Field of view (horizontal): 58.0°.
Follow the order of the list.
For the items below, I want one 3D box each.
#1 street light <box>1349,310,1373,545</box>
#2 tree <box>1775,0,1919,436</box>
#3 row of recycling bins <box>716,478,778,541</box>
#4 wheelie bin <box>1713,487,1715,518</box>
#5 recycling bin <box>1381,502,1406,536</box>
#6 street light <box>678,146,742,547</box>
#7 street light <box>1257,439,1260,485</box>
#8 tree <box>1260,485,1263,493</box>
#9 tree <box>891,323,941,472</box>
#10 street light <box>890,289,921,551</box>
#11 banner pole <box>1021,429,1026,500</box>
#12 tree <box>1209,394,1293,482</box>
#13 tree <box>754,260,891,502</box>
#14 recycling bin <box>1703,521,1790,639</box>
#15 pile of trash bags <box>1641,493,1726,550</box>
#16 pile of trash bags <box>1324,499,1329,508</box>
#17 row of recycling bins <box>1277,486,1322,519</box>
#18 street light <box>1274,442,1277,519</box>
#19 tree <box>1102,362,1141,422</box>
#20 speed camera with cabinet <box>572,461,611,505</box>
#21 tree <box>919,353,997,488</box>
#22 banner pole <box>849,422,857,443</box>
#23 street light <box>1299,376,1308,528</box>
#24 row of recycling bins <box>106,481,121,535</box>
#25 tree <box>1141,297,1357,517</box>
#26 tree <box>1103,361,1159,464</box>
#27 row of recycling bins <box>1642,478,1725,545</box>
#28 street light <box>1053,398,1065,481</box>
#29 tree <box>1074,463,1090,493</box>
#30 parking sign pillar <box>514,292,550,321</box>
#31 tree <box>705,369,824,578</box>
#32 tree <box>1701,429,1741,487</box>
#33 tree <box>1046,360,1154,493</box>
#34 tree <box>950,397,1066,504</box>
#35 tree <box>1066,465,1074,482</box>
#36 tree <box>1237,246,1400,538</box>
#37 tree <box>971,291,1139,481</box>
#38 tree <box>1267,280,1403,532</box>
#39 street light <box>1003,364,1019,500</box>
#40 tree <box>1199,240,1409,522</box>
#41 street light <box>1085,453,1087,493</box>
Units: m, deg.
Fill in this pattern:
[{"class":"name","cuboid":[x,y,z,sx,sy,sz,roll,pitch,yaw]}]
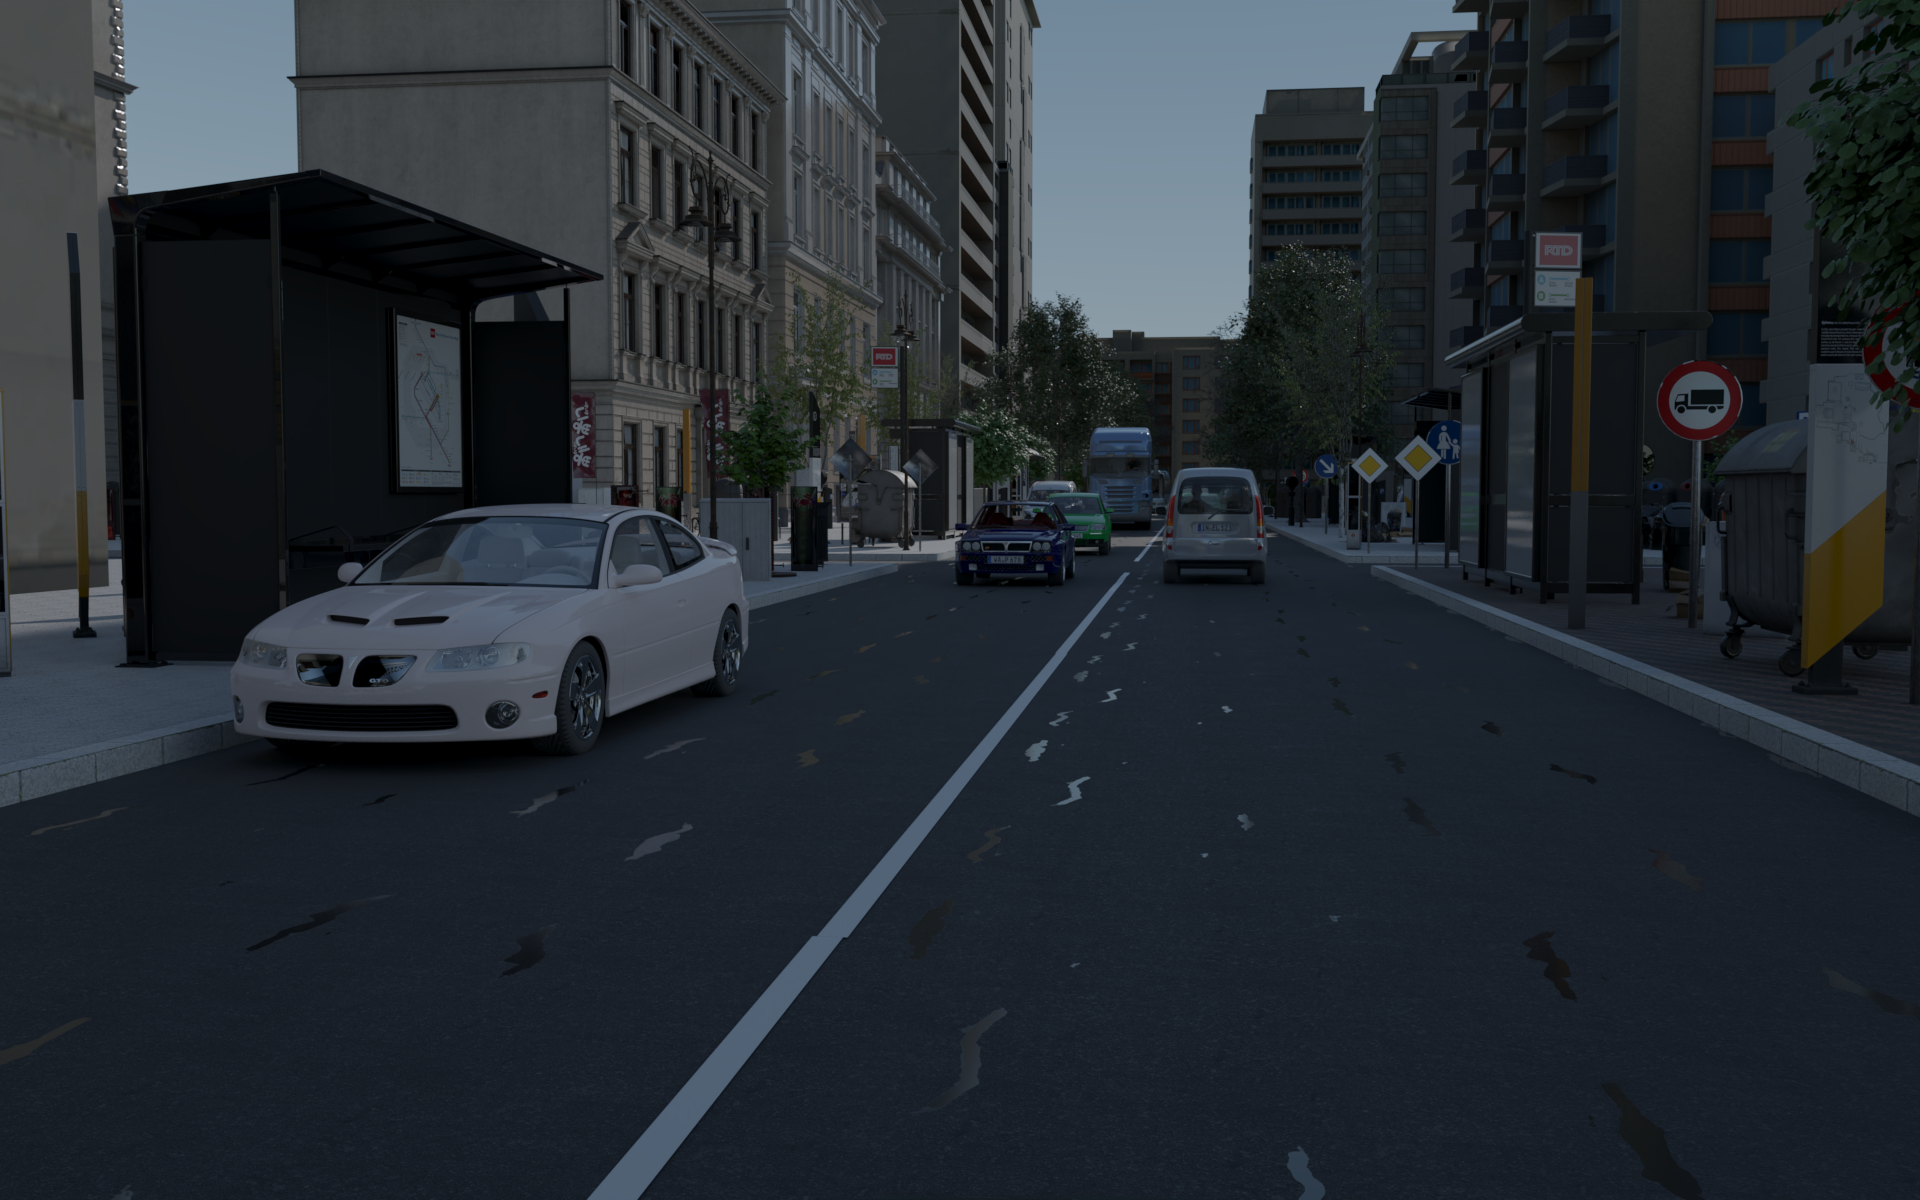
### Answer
[{"class":"street light","cuboid":[10.110,-4.342,43.783,0.468,5.910,1.993,0,4,8]},{"class":"tree","cuboid":[5.610,-1.498,8.199,4.285,4.588,4.351,0,3,0]},{"class":"row of recycling bins","cuboid":[-5.648,-2.370,45.864,1.069,1.692,3.534,1,4,14]},{"class":"wheelie bin","cuboid":[21.859,-2.557,49.717,0.693,1.594,0.980,3,5,40]},{"class":"recycling bin","cuboid":[13.377,-2.500,53.427,0.722,1.027,0.722,1,4,18]},{"class":"street light","cuboid":[-3.359,-3.100,23.470,0.468,5.910,1.993,0,4,8]},{"class":"street light","cuboid":[19.014,-8.430,110.617,0.468,5.910,1.993,0,4,8]},{"class":"tree","cuboid":[25.500,-9.443,148.992,1.663,3.219,1.824,0,3,0]},{"class":"tree","cuboid":[-2.542,-7.436,71.945,4.737,8.622,4.395,0,3,0]},{"class":"street light","cuboid":[-1.223,-4.066,39.268,0.468,5.910,1.993,0,4,8]},{"class":"banner pole","cuboid":[2.439,-4.682,66.564,0.401,3.779,0.863,1,4,15]},{"class":"tree","cuboid":[24.378,-13.195,141.492,9.928,11.665,9.643,0,3,0]},{"class":"tree","cuboid":[-4.514,-6.405,55.090,4.737,8.622,4.395,0,3,0]},{"class":"recycling bin","cuboid":[7.260,-0.199,15.804,0.722,1.027,0.722,3,4,38]},{"class":"pile of trash bags","cuboid":[16.315,-1.848,39.975,3.447,1.369,1.912,1,4,17]},{"class":"pile of trash bags","cuboid":[20.652,-5.134,93.692,1.912,1.369,3.447,0,4,1]},{"class":"row of recycling bins","cuboid":[18.092,-5.220,92.455,1.069,1.692,3.534,-1,4,-22]},{"class":"street light","cuboid":[16.139,-7.068,88.355,0.468,5.910,1.993,0,4,8]},{"class":"tree","cuboid":[14.812,-15.213,159.105,12.009,13.543,11.850,0,3,0]},{"class":"speed camera with cabinet","cuboid":[-10.039,-3.178,46.293,2.038,3.252,0.660,2,4,35]},{"class":"tree","cuboid":[-0.133,-8.521,89.677,4.360,8.622,3.978,0,3,0]},{"class":"banner pole","cuboid":[-3.671,-4.295,60.243,0.401,3.779,0.863,-2,4,-30]},{"class":"street light","cuboid":[13.098,-5.720,66.316,0.468,5.910,1.993,0,4,8]},{"class":"row of recycling bins","cuboid":[-26.834,-2.956,55.442,1.069,1.692,3.534,0,4,4]},{"class":"tree","cuboid":[17.577,-11.303,95.176,12.009,13.543,11.850,0,3,0]},{"class":"tree","cuboid":[13.160,-13.986,146.791,7.486,12.596,7.792,0,3,0]},{"class":"row of recycling bins","cuboid":[18.142,-2.249,43.876,3.534,1.692,1.069,3,5,45]},{"class":"street light","cuboid":[4.811,-6.794,83.872,0.468,5.910,1.993,0,4,8]},{"class":"tree","cuboid":[8.474,-8.460,122.031,4.285,4.588,4.351,0,3,0]},{"class":"parking sign pillar","cuboid":[-5.055,-1.935,20.112,1.447,3.967,1.447,-2,4,-29]},{"class":"tree","cuboid":[-3.116,-1.984,27.047,1.663,3.219,1.824,0,3,0]},{"class":"tree","cuboid":[22.847,-3.463,51.218,1.663,3.219,1.824,0,3,0]},{"class":"tree","cuboid":[8.257,-10.833,111.529,8.767,10.594,7.601,0,4,3]},{"class":"tree","cuboid":[0.822,-4.602,58.957,4.285,4.588,4.351,0,3,0]},{"class":"tree","cuboid":[2.800,-5.865,79.605,4.285,4.588,4.351,0,3,0]},{"class":"tree","cuboid":[10.970,-6.128,50.557,4.360,8.622,3.978,0,3,0]},{"class":"tree","cuboid":[5.409,-11.078,98.138,9.611,12.733,9.660,0,3,0]},{"class":"tree","cuboid":[12.764,-6.637,58.877,4.737,8.622,4.395,0,3,0]},{"class":"street light","cuboid":[1.822,-5.446,61.826,0.468,5.910,1.993,0,4,8]},{"class":"tree","cuboid":[15.483,-9.867,78.332,9.611,12.733,9.660,0,3,0]},{"class":"street light","cuboid":[7.703,-8.143,105.930,0.468,5.910,1.993,0,4,8]}]
